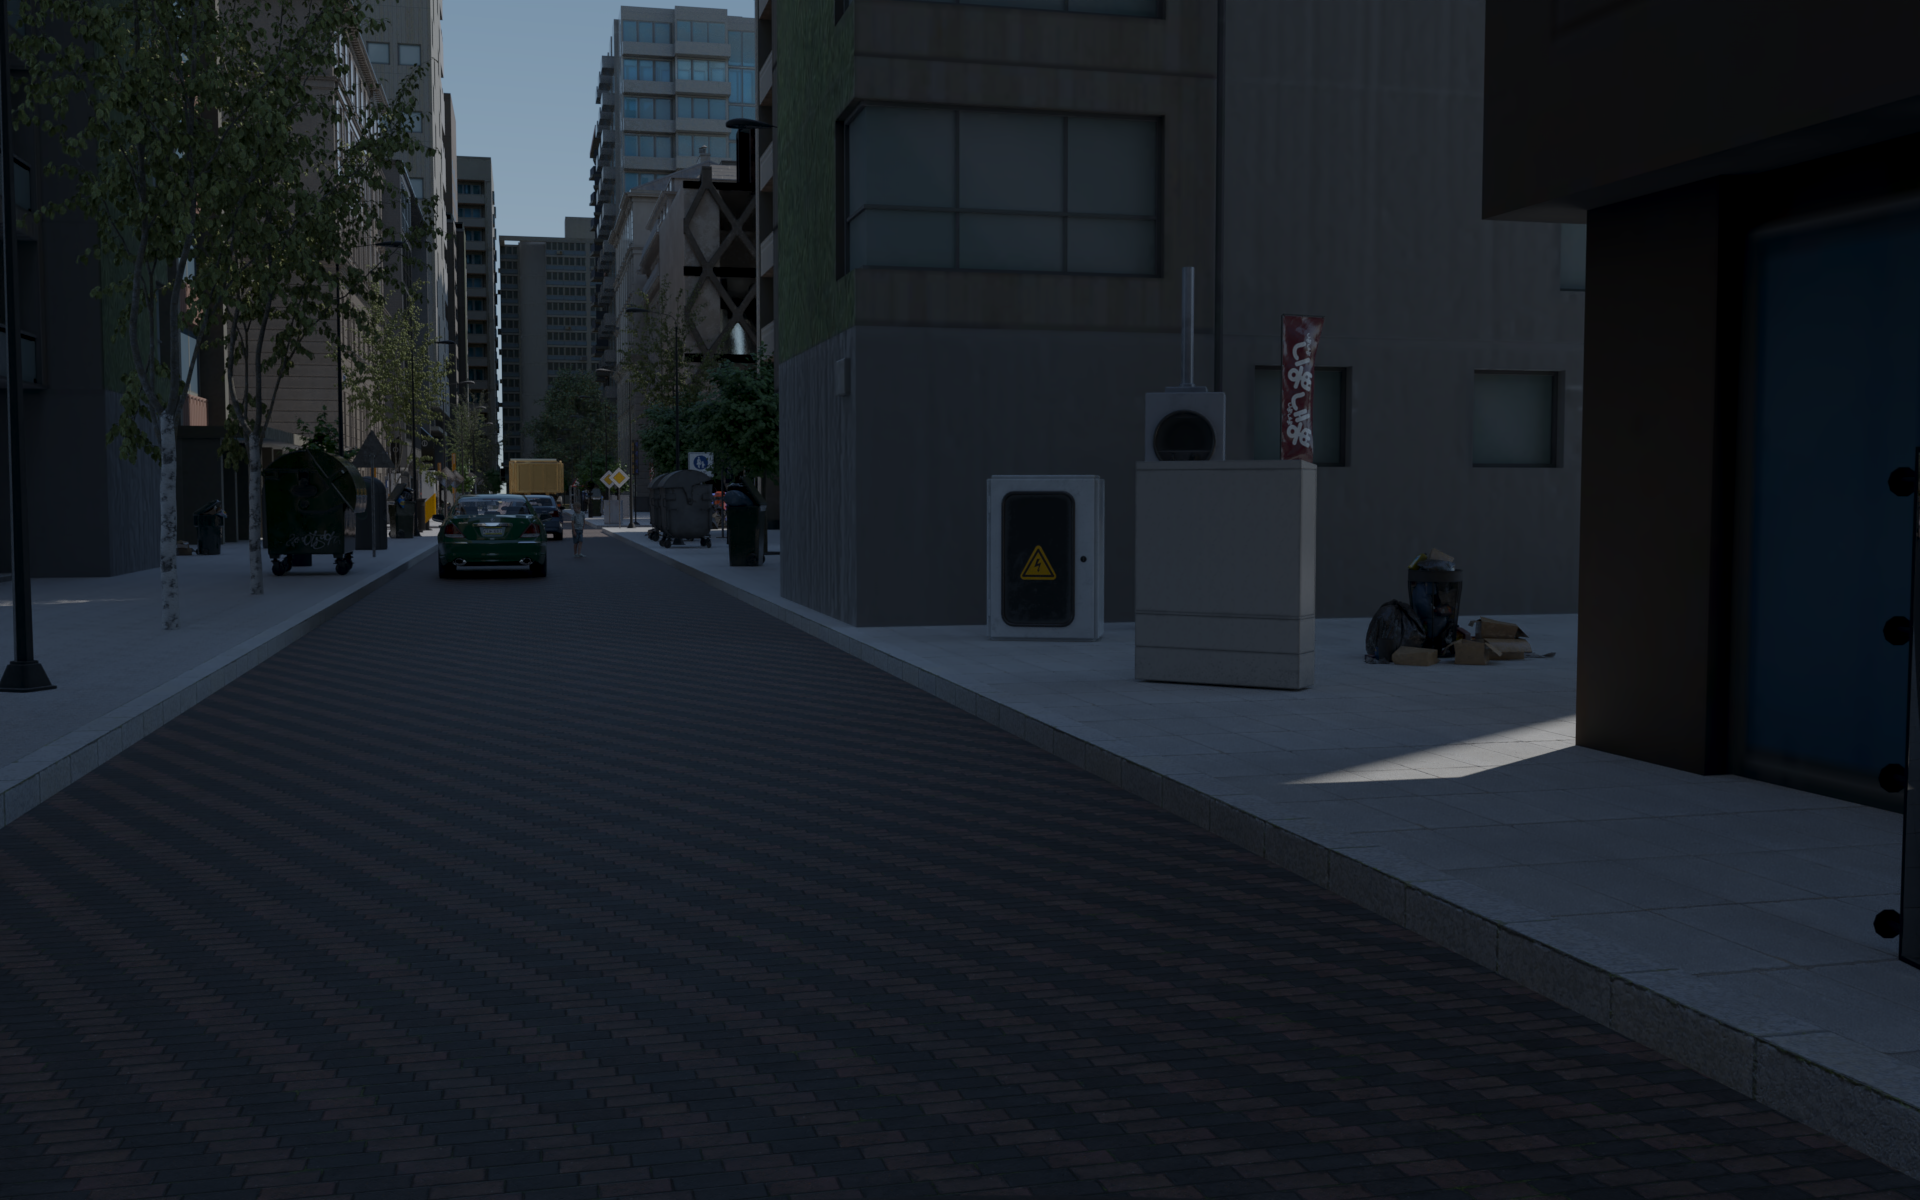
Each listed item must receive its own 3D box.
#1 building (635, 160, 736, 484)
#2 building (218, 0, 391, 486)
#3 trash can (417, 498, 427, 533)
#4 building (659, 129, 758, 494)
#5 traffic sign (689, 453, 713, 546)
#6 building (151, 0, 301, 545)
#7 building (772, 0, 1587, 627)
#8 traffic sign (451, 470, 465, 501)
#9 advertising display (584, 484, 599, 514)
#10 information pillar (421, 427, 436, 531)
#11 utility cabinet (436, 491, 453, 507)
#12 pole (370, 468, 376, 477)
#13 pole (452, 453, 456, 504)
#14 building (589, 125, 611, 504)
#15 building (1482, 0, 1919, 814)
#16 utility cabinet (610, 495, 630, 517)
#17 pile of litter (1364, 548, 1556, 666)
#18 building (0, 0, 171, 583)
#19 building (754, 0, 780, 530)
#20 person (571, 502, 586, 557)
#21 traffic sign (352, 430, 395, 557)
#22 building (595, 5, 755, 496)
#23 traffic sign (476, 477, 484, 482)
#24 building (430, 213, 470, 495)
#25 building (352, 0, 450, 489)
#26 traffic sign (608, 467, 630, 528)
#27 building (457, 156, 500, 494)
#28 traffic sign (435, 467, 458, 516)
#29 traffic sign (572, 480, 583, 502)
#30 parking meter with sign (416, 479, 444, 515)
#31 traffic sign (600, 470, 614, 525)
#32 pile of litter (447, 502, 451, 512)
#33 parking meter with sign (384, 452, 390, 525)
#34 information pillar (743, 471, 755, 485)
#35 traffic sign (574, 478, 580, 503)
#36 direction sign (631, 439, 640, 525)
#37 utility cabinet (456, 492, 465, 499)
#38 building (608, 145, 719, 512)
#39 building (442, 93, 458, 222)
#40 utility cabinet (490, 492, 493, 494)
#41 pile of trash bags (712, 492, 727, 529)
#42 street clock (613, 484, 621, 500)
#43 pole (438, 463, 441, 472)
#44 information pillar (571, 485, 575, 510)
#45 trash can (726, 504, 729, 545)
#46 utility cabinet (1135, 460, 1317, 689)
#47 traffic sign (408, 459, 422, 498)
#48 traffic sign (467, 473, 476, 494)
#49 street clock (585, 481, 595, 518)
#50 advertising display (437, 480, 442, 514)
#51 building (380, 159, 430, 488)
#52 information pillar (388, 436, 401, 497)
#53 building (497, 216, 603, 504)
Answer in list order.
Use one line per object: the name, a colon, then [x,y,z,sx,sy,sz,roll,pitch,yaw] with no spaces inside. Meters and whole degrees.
building: [-13.446,-16.528,112.029,13.314,21.916,24.055,-1,4,-14]
building: [-34.549,-17.475,82.982,12.463,27.353,25.104,-1,4,-14]
trash can: [-18.120,-2.814,57.661,0.748,1.137,0.748,0,3,0]
building: [-5.702,-13.340,85.556,16.811,18.784,16.820,-1,4,-14]
traffic sign: [-6.387,-2.483,42.733,0.606,2.300,0.079,0,4,-4]
building: [-32.537,-23.742,42.811,28.867,44.769,22.147,-1,4,-14]
building: [4.150,-20.803,23.730,14.154,41.232,14.086,-1,4,-14]
traffic sign: [-20.673,-4.116,70.938,0.795,2.450,0.064,-1,4,-14]
advertising display: [-23.808,-6.529,111.961,0.974,1.923,0.123,1,4,12]
information pillar: [-18.655,-4.244,60.741,0.504,3.616,0.183,1,4,10]
utility cabinet: [-33.046,-6.241,110.721,1.173,1.500,0.318,-3,4,-38]
pole: [-20.929,-4.156,61.795,0.158,3.312,0.155,0,3,0]
pole: [-25.259,-5.666,86.490,0.158,3.312,0.155,0,3,0]
building: [-32.310,-33.691,205.466,22.147,44.769,28.867,-1,4,-14]
building: [11.123,-21.557,2.564,14.600,45.320,14.200,-1,4,-14]
utility cabinet: [-19.117,-5.271,97.345,1.020,1.237,0.306,-2,4,-30]
pile of litter: [3.889,0.031,13.463,1.719,0.858,1.176,-1,4,-11]
building: [-19.514,-20.706,22.136,14.154,41.232,14.086,-1,4,-14]
building: [5.540,-26.314,53.939,21.300,48.544,21.600,-1,4,-14]
person: [-8.658,-1.600,39.346,0.332,1.250,0.352,0,4,-1]
traffic sign: [-11.908,-2.149,35.133,0.884,2.594,0.081,-1,4,-12]
building: [-25.274,-34.054,176.393,23.786,49.044,30.456,-1,4,-14]
traffic sign: [-36.731,-8.091,132.385,0.768,2.556,0.104,-1,4,-10]
building: [-57.277,-24.670,175.062,14.160,30.474,14.107,-1,4,-14]
building: [-59.599,-34.441,152.355,28.713,52.752,27.495,-1,4,-14]
traffic sign: [-12.716,-3.733,64.674,0.795,2.450,0.064,-1,4,-14]
building: [-73.728,-37.337,234.165,21.600,48.544,21.300,-1,4,-14]
traffic sign: [-18.730,-3.642,63.192,0.795,2.450,0.064,-1,4,-14]
traffic sign: [-27.702,-7.685,125.656,0.884,2.594,0.081,0,4,-5]
parking meter with sign: [-28.082,-5.833,91.624,0.543,3.016,1.738,2,4,31]
traffic sign: [-14.659,-4.207,72.420,0.795,2.450,0.064,-1,4,-14]
pile of litter: [-38.198,-7.218,131.983,1.719,0.858,1.176,-3,4,-37]
parking meter with sign: [-24.095,-4.715,73.354,0.543,3.016,1.738,-1,4,-13]
information pillar: [-5.563,-2.527,45.801,0.304,2.012,0.304,-1,4,-9]
traffic sign: [-28.452,-7.912,129.465,0.768,2.556,0.104,-1,4,-10]
direction sign: [-13.531,-4.903,72.165,0.379,3.537,0.876,-2,4,-28]
utility cabinet: [-38.745,-7.629,133.419,1.173,1.500,0.318,-3,4,-39]
building: [-20.508,-20.681,135.390,12.463,27.353,25.104,-1,4,-14]
building: [-61.887,-32.915,188.276,14.600,45.320,14.200,-1,4,-14]
utility cabinet: [-38.672,-8.158,142.069,0.318,1.500,1.173,-2,4,-35]
pile of trash bags: [-9.395,-3.327,64.143,1.912,1.369,3.447,1,4,12]
street clock: [-17.050,-4.999,86.299,0.358,2.002,0.471,-3,5,-42]
pole: [-34.051,-7.309,113.345,0.158,3.312,0.155,0,3,0]
information pillar: [-32.022,-8.482,143.172,0.304,2.012,0.304,-1,4,-13]
trash can: [-5.374,-1.863,42.119,0.748,1.137,0.748,0,3,0]
utility cabinet: [1.773,-0.179,11.601,1.173,1.500,0.318,2,4,31]
traffic sign: [-19.245,-3.765,61.662,0.768,2.556,0.104,-1,4,-9]
traffic sign: [-29.011,-6.264,102.515,0.768,2.556,0.104,0,4,-5]
street clock: [-19.989,-5.448,93.640,0.471,2.002,0.358,-2,4,-34]
advertising display: [-23.981,-4.560,79.772,0.123,1.923,0.974,-1,4,-22]
building: [-41.888,-17.810,110.255,14.314,24.678,30.058,-1,4,-14]
information pillar: [-22.760,-4.794,69.732,0.504,3.616,0.183,0,4,-1]
building: [-53.080,-33.878,245.789,23.993,40.220,32.217,-1,4,-14]
